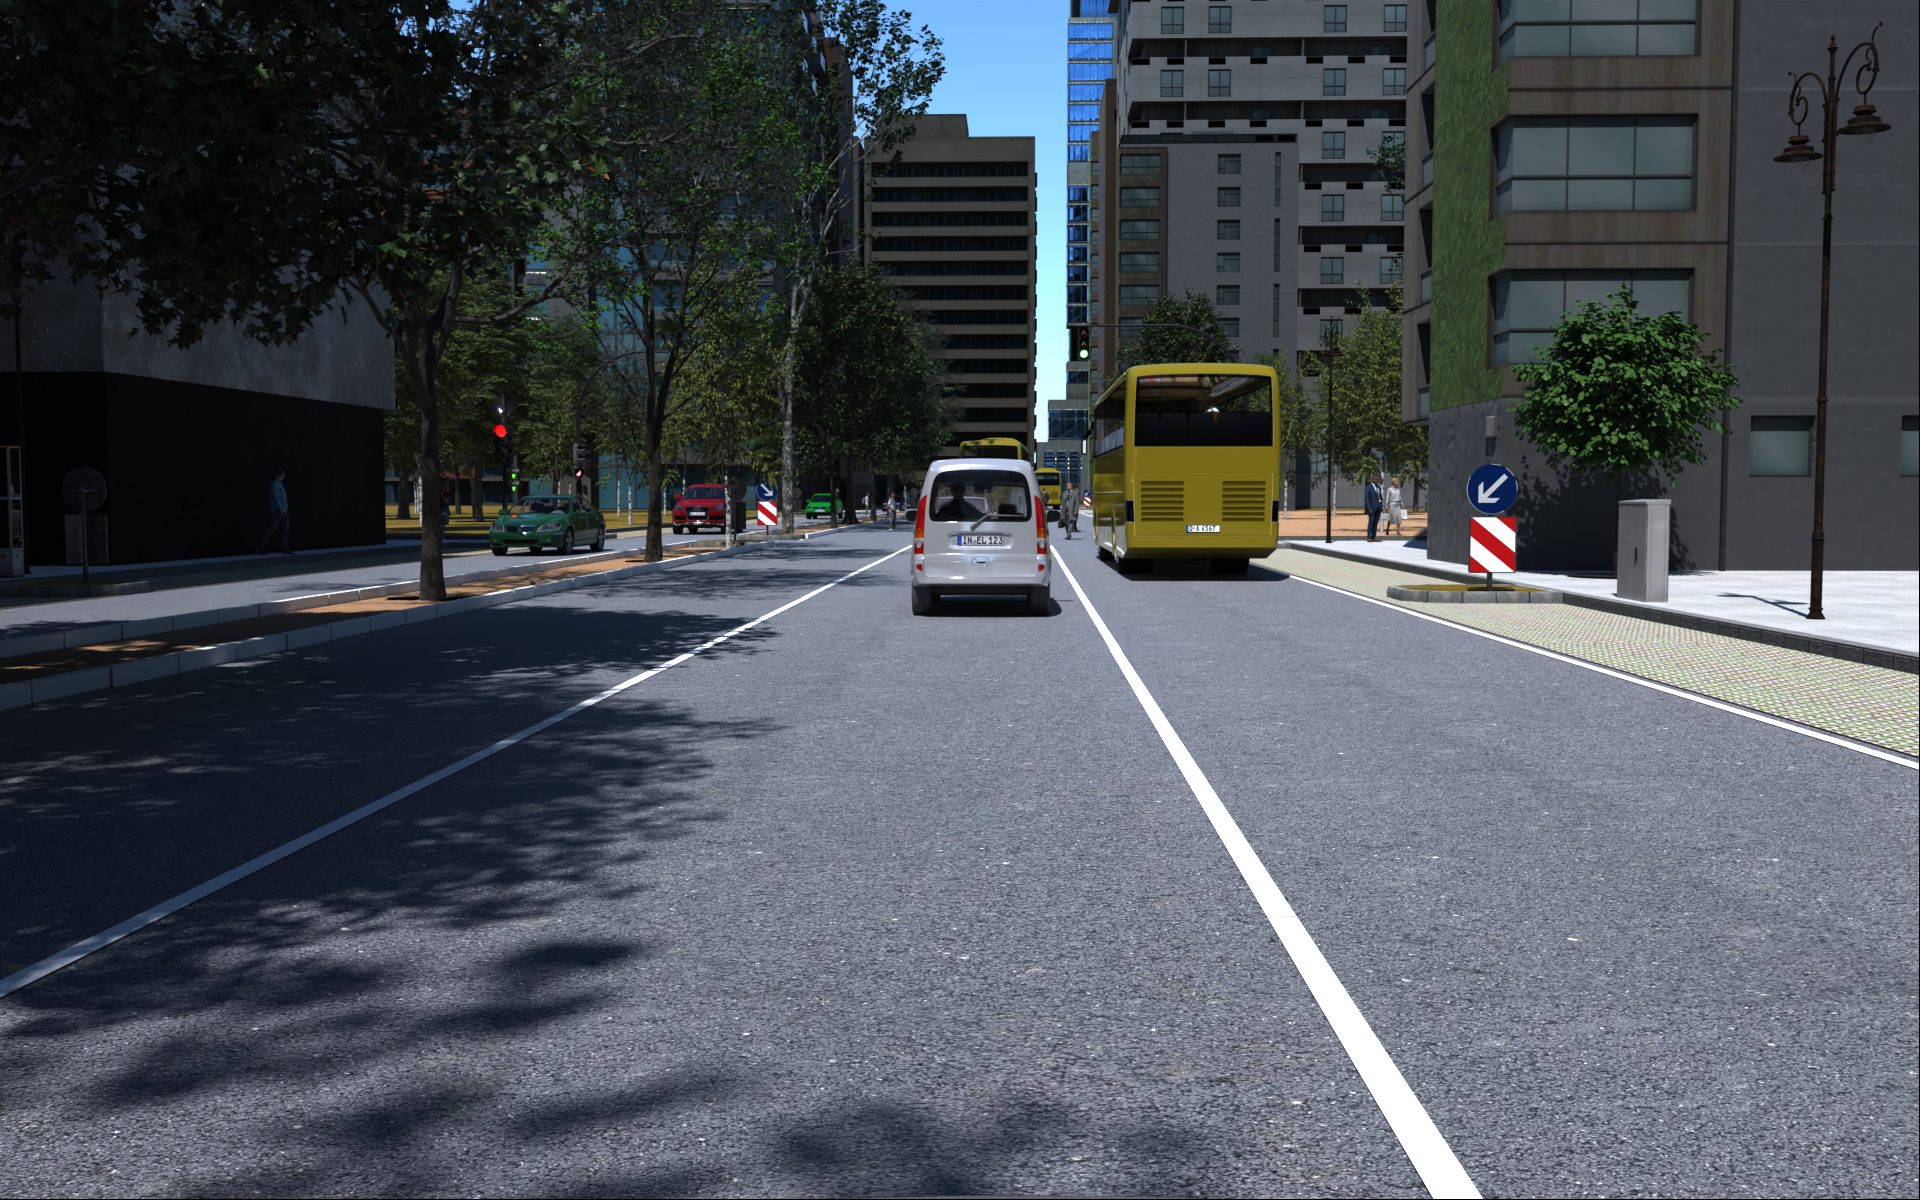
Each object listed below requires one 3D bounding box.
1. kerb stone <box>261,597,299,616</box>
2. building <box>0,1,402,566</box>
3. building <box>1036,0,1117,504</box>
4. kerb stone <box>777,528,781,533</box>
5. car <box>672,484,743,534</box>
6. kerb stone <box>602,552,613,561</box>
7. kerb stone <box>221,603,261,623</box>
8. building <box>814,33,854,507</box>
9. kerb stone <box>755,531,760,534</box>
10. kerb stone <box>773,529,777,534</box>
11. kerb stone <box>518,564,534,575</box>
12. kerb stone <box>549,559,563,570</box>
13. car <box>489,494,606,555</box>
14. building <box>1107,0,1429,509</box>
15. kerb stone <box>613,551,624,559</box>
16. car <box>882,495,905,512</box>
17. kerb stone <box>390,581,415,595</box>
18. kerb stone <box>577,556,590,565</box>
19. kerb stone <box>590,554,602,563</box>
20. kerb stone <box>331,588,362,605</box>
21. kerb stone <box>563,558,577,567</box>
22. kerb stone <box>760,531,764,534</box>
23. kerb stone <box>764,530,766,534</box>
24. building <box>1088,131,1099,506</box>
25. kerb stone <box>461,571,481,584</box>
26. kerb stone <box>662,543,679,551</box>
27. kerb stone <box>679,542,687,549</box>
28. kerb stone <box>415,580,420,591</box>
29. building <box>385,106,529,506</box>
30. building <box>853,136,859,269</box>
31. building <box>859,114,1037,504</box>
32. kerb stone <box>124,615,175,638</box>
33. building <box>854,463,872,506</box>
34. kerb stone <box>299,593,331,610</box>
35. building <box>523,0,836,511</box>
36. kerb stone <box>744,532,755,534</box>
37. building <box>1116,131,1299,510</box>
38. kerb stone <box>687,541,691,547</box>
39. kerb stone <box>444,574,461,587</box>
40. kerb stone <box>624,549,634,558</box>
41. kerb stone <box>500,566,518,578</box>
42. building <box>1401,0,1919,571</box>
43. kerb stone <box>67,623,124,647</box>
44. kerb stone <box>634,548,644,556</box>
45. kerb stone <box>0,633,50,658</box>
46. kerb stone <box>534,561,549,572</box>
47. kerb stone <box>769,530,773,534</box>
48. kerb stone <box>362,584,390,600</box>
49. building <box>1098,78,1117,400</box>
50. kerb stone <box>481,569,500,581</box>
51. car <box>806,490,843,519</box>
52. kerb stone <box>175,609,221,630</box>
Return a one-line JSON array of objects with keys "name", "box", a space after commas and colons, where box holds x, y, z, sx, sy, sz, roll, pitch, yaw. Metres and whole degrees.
[{"name": "kerb stone", "box": [-8.171, 0.099, 20.616, 0.120, 0.150, 1.000, 0, 4, 2]}, {"name": "building", "box": [-23.228, -10.489, 38.940, 16.811, 18.784, 16.820, 0, 4, 2]}, {"name": "building", "box": [25.361, -55.648, 222.509, 31.000, 86.520, 22.319, 0, 4, 2]}, {"name": "kerb stone", "box": [-6.752, -2.498, 63.163, 0.120, 0.150, 1.000, 0, 4, 2]}, {"name": "car", "box": [-9.159, -3.339, 63.258, 2.281, 1.827, 5.304, 0, 4, 1]}, {"name": "kerb stone", "box": [-7.633, -0.905, 36.991, 0.120, 0.150, 1.000, 0, 4, 2]}, {"name": "kerb stone", "box": [-8.215, 0.159, 19.595, 0.120, 0.150, 1.000, 0, 4, 2]}, {"name": "building", "box": [-17.872, -31.682, 168.117, 14.600, 45.320, 14.200, 0, 4, 2]}, {"name": "kerb stone", "box": [-6.931, -2.192, 58.038, 0.120, 0.150, 1.000, 0, 4, 2]}, {"name": "kerb stone", "box": [-6.798, -2.437, 62.141, 0.120, 0.150, 1.000, 0, 4, 2]}, {"name": "kerb stone", "box": [-7.839, -0.530, 30.853, 0.120, 0.150, 1.000, 0, 4, 2]}, {"name": "kerb stone", "box": [-7.771, -0.654, 32.896, 0.120, 0.150, 1.000, 0, 4, 2]}, {"name": "car", "box": [-9.956, -1.850, 42.052, 2.131, 1.459, 4.920, 0, 4, 3]}, {"name": "building", "box": [28.746, -35.022, 161.850, 28.713, 52.752, 27.495, 0, 4, 2]}, {"name": "kerb stone", "box": [-7.596, -0.967, 38.012, 0.120, 0.150, 1.000, 0, 4, 2]}, {"name": "car", "box": [-5.440, -7.965, 142.808, 1.945, 1.354, 3.894, 0, 4, 4]}, {"name": "kerb stone", "box": [-8.044, -0.154, 24.712, 0.120, 0.150, 1.000, 0, 4, 2]}, {"name": "kerb stone", "box": [-7.701, -0.774, 34.939, 0.120, 0.150, 1.000, 0, 4, 2]}, {"name": "kerb stone", "box": [-7.659, -0.842, 35.969, 0.120, 0.150, 1.000, 0, 4, 2]}, {"name": "kerb stone", "box": [-8.116, -0.027, 22.668, 0.120, 0.150, 1.000, 0, 4, 2]}, {"name": "kerb stone", "box": [-7.735, -0.717, 33.917, 0.120, 0.150, 1.000, 0, 4, 2]}, {"name": "kerb stone", "box": [-6.894, -2.255, 59.063, 0.120, 0.150, 1.000, 0, 4, 2]}, {"name": "kerb stone", "box": [-6.861, -2.318, 60.091, 0.120, 0.150, 1.000, 0, 4, 2]}, {"name": "building", "box": [21.651, -31.449, 197.784, 14.154, 41.232, 14.086, 0, 4, 2]}, {"name": "kerb stone", "box": [-7.945, -0.342, 27.780, 0.120, 0.150, 1.000, 0, 4, 2]}, {"name": "kerb stone", "box": [-7.388, -1.344, 44.163, 0.120, 0.150, 1.000, 0, 4, 2]}, {"name": "kerb stone", "box": [-7.353, -1.407, 45.192, 0.120, 0.150, 1.000, 0, 4, 2]}, {"name": "kerb stone", "box": [-8.017, -0.216, 25.733, 0.120, 0.150, 1.000, 0, 4, 2]}, {"name": "building", "box": [-54.422, -33.145, 196.550, 28.867, 44.769, 22.147, 0, 4, 2]}, {"name": "building", "box": [-22.622, -36.721, 224.083, 21.600, 48.544, 21.300, 0, 4, 2]}, {"name": "building", "box": [-0.935, -36.729, 224.225, 21.600, 48.544, 21.300, 0, 4, 2]}, {"name": "kerb stone", "box": [-8.283, 0.284, 17.547, 0.120, 0.150, 1.000, 0, 4, 2]}, {"name": "building", "box": [-25.365, -21.266, 192.739, 28.899, 21.520, 27.650, 0, 4, 2]}, {"name": "kerb stone", "box": [-8.146, 0.034, 21.639, 0.120, 0.150, 1.000, 0, 4, 2]}, {"name": "building", "box": [-23.271, -32.188, 145.884, 23.786, 49.044, 30.456, 0, 4, 2]}, {"name": "kerb stone", "box": [-6.958, -2.129, 57.006, 0.120, 0.150, 1.000, 0, 4, 2]}, {"name": "building", "box": [19.722, -22.652, 142.057, 14.160, 30.474, 14.107, 0, 4, 2]}, {"name": "kerb stone", "box": [-7.334, -1.469, 46.214, 0.120, 0.150, 1.000, 0, 4, 2]}, {"name": "kerb stone", "box": [-7.970, -0.278, 26.755, 0.120, 0.150, 1.000, 0, 4, 2]}, {"name": "kerb stone", "box": [-7.566, -1.029, 39.035, 0.120, 0.150, 1.000, 0, 4, 2]}, {"name": "kerb stone", "box": [-7.868, -0.465, 29.823, 0.120, 0.150, 1.000, 0, 4, 2]}, {"name": "building", "box": [16.290, -21.456, 34.409, 14.154, 41.232, 14.086, 0, 4, 2]}, {"name": "kerb stone", "box": [-8.321, 0.347, 16.521, 0.120, 0.150, 1.000, 0, 4, 2]}, {"name": "kerb stone", "box": [-7.533, -1.089, 40.057, 0.120, 0.150, 1.000, 0, 4, 2]}, {"name": "kerb stone", "box": [-8.355, 0.411, 15.500, 0.120, 0.150, 1.000, 0, 4, 2]}, {"name": "kerb stone", "box": [-7.804, -0.592, 31.874, 0.120, 0.150, 1.000, 0, 4, 2]}, {"name": "kerb stone", "box": [-6.829, -2.381, 61.118, 0.120, 0.150, 1.000, 0, 4, 2]}, {"name": "kerb stone", "box": [-8.078, -0.091, 23.689, 0.120, 0.150, 1.000, 0, 4, 2]}, {"name": "building", "box": [21.894, -32.625, 183.527, 14.600, 45.320, 14.200, 0, 4, 2]}, {"name": "kerb stone", "box": [-7.910, -0.404, 28.802, 0.120, 0.150, 1.000, 0, 4, 2]}, {"name": "car", "box": [-7.828, -5.596, 100.289, 1.959, 1.807, 4.718, 0, 4, 3]}, {"name": "kerb stone", "box": [-8.246, 0.222, 18.568, 0.120, 0.150, 1.000, 0, 4, 2]}]
